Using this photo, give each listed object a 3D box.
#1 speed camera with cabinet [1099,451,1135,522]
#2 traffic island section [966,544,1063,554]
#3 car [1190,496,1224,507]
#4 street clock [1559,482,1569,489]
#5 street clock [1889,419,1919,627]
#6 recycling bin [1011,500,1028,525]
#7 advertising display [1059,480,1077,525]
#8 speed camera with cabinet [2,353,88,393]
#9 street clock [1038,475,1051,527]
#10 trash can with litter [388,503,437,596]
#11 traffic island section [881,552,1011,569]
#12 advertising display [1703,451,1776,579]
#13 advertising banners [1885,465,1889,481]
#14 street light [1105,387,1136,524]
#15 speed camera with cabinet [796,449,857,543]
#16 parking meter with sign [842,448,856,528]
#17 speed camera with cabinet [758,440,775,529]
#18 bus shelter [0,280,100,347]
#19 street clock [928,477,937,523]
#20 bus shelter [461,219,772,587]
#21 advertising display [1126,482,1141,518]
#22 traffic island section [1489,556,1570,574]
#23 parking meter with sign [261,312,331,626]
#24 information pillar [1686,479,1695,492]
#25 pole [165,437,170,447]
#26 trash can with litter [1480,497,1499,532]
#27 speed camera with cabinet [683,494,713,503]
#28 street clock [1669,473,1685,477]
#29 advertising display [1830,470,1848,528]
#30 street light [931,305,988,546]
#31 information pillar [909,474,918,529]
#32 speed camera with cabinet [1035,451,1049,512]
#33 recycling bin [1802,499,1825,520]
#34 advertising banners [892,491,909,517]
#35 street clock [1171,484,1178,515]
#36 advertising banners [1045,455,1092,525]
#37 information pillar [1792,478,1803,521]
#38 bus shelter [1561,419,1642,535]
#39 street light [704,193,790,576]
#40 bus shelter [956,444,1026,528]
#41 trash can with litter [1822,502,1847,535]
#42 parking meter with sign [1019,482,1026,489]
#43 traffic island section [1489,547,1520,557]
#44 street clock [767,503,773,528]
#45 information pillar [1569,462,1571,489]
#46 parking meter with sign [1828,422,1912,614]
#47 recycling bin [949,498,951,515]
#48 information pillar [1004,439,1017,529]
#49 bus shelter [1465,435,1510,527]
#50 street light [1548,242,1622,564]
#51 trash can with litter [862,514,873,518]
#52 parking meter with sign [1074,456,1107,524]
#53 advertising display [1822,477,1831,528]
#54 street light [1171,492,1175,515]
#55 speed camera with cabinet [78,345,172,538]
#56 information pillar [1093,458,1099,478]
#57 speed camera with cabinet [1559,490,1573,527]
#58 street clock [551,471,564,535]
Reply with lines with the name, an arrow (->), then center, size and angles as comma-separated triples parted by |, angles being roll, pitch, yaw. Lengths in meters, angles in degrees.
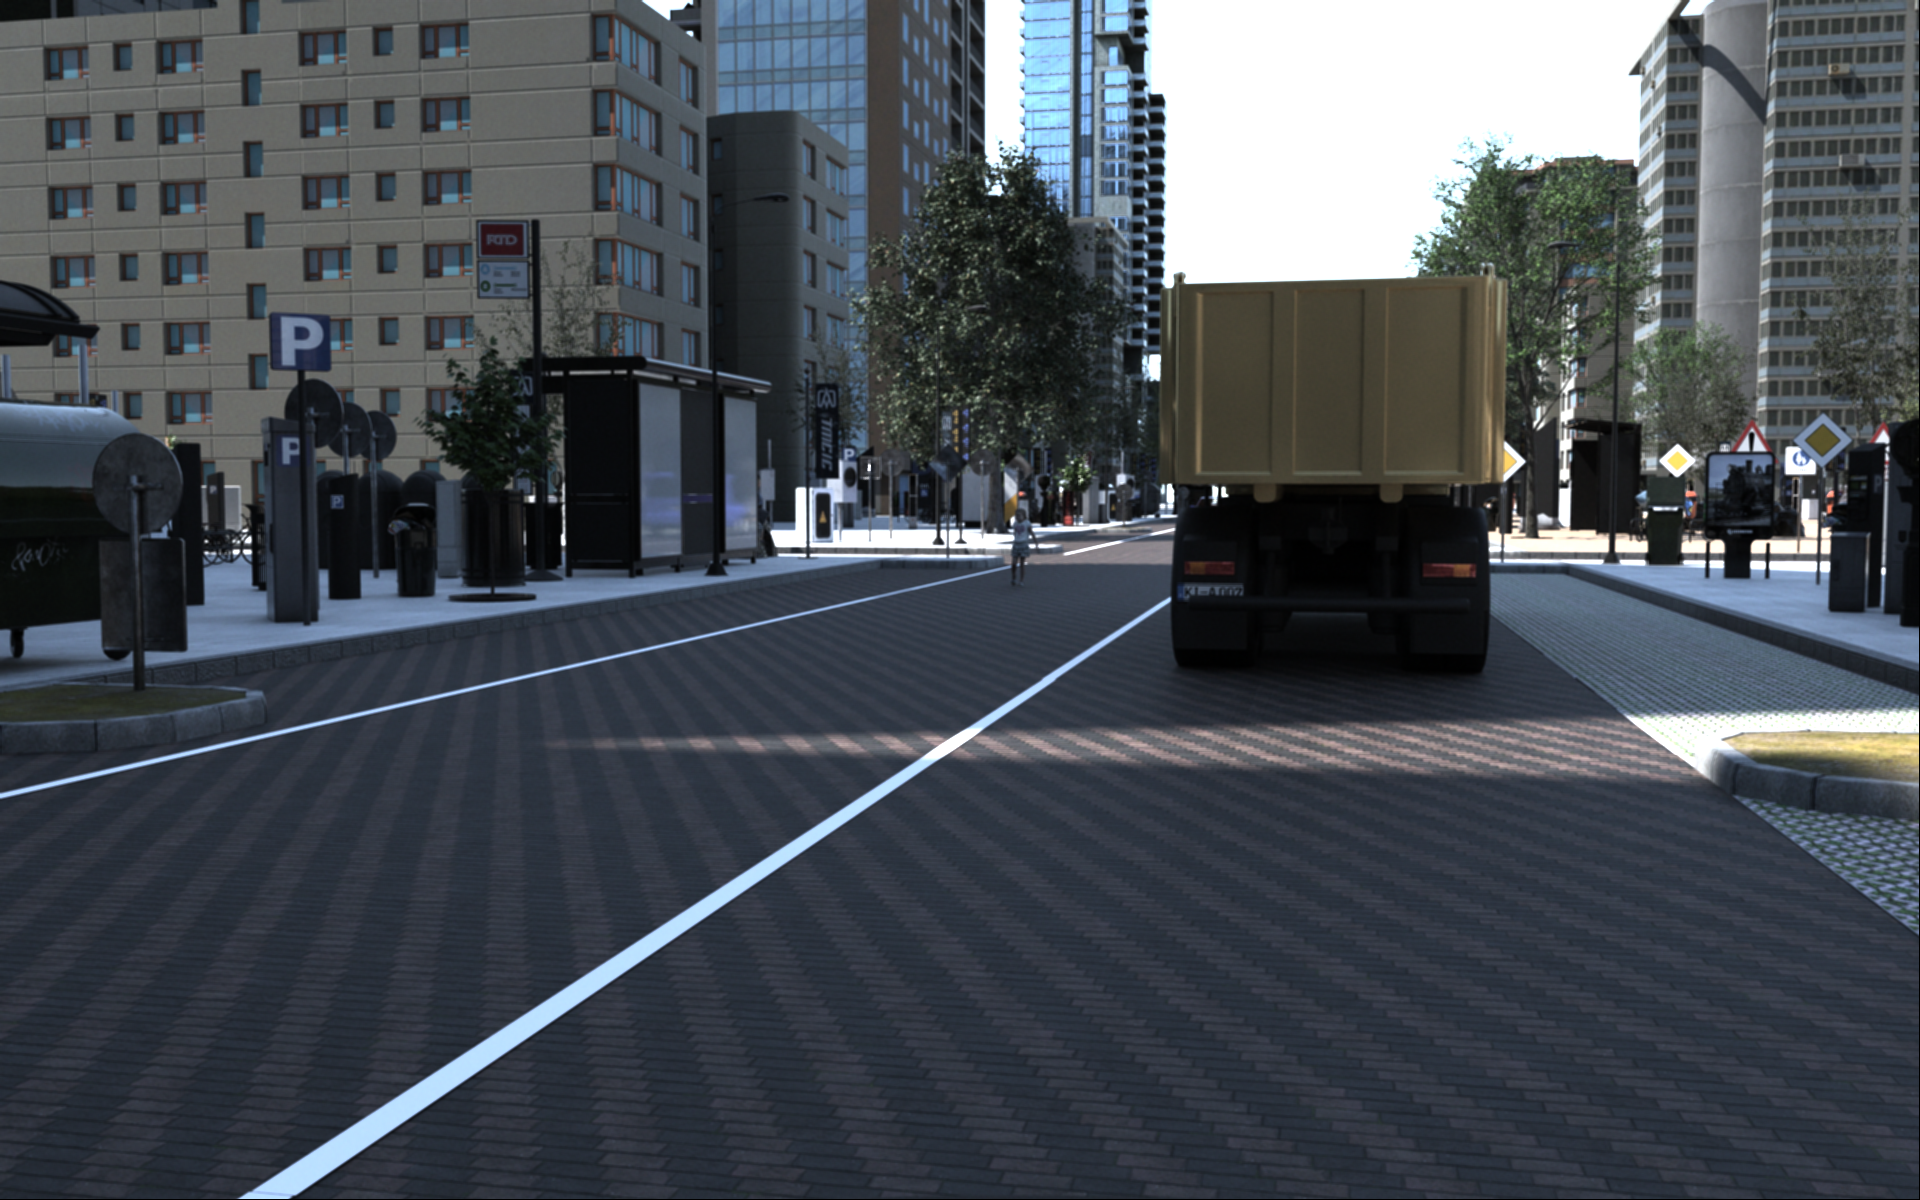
speed camera with cabinet -> 7.183, -5.211, 79.531 | 0.660, 3.252, 2.038 | 3, 5, 43
traffic island section -> 1.404, -1.238, 42.524 | 2.009, 0.180, 2.903 | 1, 4, 12
car -> 10.411, -3.565, 70.861 | 1.945, 1.354, 3.894 | 1, 4, 10
street clock -> 36.255, -6.082, 104.007 | 0.471, 2.002, 0.358 | 0, 4, -5
street clock -> 9.231, -0.744, 16.728 | 0.471, 2.002, 0.358 | 1, 4, 20
recycling bin -> 2.379, -3.655, 72.313 | 0.722, 1.027, 0.722 | -2, 4, -29
advertising display -> 4.524, -4.099, 72.238 | 0.974, 1.923, 0.123 | 3, 5, 42
speed camera with cabinet -> -12.981, -1.882, 25.113 | 2.038, 3.252, 0.660 | -2, 4, -24
street clock -> 3.271, -3.840, 67.358 | 0.471, 2.002, 0.358 | -3, 4, -36
trash can with litter -> -6.972, -0.645, 21.925 | 0.624, 1.170, 1.055 | -2, 4, -25
traffic island section -> -0.264, -0.760, 34.714 | 2.009, 0.180, 2.903 | 1, 4, 12
advertising display -> 11.848, -1.293, 26.357 | 0.974, 1.923, 0.123 | 1, 4, 14
advertising banners -> 36.910, -4.538, 70.377 | 0.090, 3.025, 2.074 | -3, 5, -40
street light -> 6.899, -6.270, 75.060 | 1.470, 5.913, 1.316 | 1, 4, 12
speed camera with cabinet -> -3.526, -3.155, 45.920 | 0.660, 3.252, 2.038 | 2, 4, 32
parking meter with sign -> -4.255, -4.278, 66.213 | 0.543, 3.016, 1.738 | 0, 4, -5
speed camera with cabinet -> -7.381, -4.232, 63.530 | 0.660, 3.252, 2.038 | -2, 4, -25
bus shelter -> -9.730, -1.229, 14.017 | 2.014, 3.302, 5.546 | 1, 4, 12
street clock -> -1.132, -4.305, 74.955 | 0.471, 2.002, 0.358 | 1, 4, 9
bus shelter -> -5.455, -3.074, 27.899 | 2.179, 5.291, 8.768 | 1, 4, 12
advertising display -> 9.140, -5.308, 92.000 | 0.974, 1.923, 0.123 | 1, 4, 16
traffic island section -> 10.192, -0.624, 32.485 | 2.009, 0.180, 2.903 | 1, 4, 12
parking meter with sign -> -6.772, -1.302, 17.544 | 0.543, 3.016, 1.738 | -2, 4, -29
information pillar -> 36.319, -4.994, 86.150 | 0.304, 2.012, 0.304 | 0, 4, 6
pole -> -28.285, -4.169, 61.999 | 0.158, 3.312, 0.155 | 0, 3, 0
trash can with litter -> 17.818, -2.911, 58.987 | 0.624, 1.170, 1.055 | -2, 4, -34
speed camera with cabinet -> -8.112, -3.630, 53.691 | 2.038, 3.252, 0.660 | 0, 3, 0
street clock -> 22.645, -3.071, 54.780 | 0.358, 2.002, 0.471 | -1, 4, -20
advertising display -> 24.208, -2.570, 47.226 | 0.974, 1.923, 0.123 | -2, 4, -25
street light -> -0.009, -4.304, 42.907 | 1.470, 5.913, 1.316 | 1, 4, 12
information pillar -> -1.724, -3.629, 63.818 | 0.304, 2.012, 0.304 | 0, 4, 5
speed camera with cabinet -> 3.831, -5.211, 79.531 | 0.660, 3.252, 2.038 | 1, 4, 10
recycling bin -> 41.989, -4.455, 85.397 | 0.722, 1.027, 0.722 | 0, 4, -2
advertising banners -> -2.987, -6.292, 99.068 | 2.074, 3.025, 0.090 | -1, 4, -17
street clock -> 13.093, -6.156, 105.220 | 0.471, 2.002, 0.358 | -1, 4, -19
advertising banners -> 4.410, -4.573, 70.949 | 2.074, 3.025, 0.090 | 1, 4, 15
information pillar -> 38.459, -4.590, 79.544 | 0.304, 2.012, 0.304 | -2, 4, -31
bus shelter -> 21.071, -4.024, 57.067 | 1.731, 3.624, 6.357 | 1, 4, 12
street light -> -3.315, -3.332, 27.015 | 1.470, 5.913, 1.316 | 1, 4, 12
bus shelter -> 1.105, -4.516, 67.764 | 2.014, 3.302, 5.546 | 1, 4, 12
trash can with litter -> 12.957, -0.842, 25.149 | 0.624, 1.170, 1.055 | 3, 5, 42
parking meter with sign -> 4.023, -7.140, 112.996 | 0.543, 3.016, 1.738 | 0, 4, -5
traffic island section -> 11.859, -1.102, 40.295 | 2.009, 0.180, 2.903 | 1, 4, 12
street clock -> -7.173, -3.715, 65.303 | 0.358, 2.002, 0.471 | -2, 4, -25
information pillar -> 37.076, -6.926, 104.598 | 0.504, 3.616, 0.183 | 2, 4, 23
parking meter with sign -> 10.275, -1.357, 18.453 | 1.738, 3.016, 0.543 | 2, 4, 33
recycling bin -> -0.450, -5.843, 108.085 | 0.722, 1.027, 0.722 | 0, 4, 4
information pillar -> 1.864, -4.452, 64.149 | 0.504, 3.616, 0.183 | 1, 4, 11
bus shelter -> 20.314, -4.664, 67.543 | 1.731, 3.624, 6.357 | 1, 4, 12
street light -> 11.506, -3.632, 31.922 | 1.470, 5.913, 1.316 | 1, 4, 12
trash can with litter -> -5.581, -5.126, 94.873 | 1.678, 1.210, 2.233 | 0, 4, -1
parking meter with sign -> 5.596, -4.740, 73.768 | 0.543, 3.016, 1.738 | 3, 5, 41
advertising display -> 33.183, -3.716, 65.972 | 0.974, 1.923, 0.123 | -2, 4, -27
street light -> 13.816, -8.229, 107.084 | 1.470, 5.913, 1.316 | 1, 4, 12
speed camera with cabinet -> -11.722, -1.799, 23.743 | 0.660, 3.252, 2.038 | 0, 4, 7
information pillar -> 8.809, -7.403, 112.401 | 0.504, 3.616, 0.183 | -2, 4, -35
speed camera with cabinet -> 24.105, -4.475, 67.502 | 2.038, 3.252, 0.660 | -3, 5, -41
street clock -> -12.713, -3.075, 54.839 | 0.471, 2.002, 0.358 | 3, 5, 41
